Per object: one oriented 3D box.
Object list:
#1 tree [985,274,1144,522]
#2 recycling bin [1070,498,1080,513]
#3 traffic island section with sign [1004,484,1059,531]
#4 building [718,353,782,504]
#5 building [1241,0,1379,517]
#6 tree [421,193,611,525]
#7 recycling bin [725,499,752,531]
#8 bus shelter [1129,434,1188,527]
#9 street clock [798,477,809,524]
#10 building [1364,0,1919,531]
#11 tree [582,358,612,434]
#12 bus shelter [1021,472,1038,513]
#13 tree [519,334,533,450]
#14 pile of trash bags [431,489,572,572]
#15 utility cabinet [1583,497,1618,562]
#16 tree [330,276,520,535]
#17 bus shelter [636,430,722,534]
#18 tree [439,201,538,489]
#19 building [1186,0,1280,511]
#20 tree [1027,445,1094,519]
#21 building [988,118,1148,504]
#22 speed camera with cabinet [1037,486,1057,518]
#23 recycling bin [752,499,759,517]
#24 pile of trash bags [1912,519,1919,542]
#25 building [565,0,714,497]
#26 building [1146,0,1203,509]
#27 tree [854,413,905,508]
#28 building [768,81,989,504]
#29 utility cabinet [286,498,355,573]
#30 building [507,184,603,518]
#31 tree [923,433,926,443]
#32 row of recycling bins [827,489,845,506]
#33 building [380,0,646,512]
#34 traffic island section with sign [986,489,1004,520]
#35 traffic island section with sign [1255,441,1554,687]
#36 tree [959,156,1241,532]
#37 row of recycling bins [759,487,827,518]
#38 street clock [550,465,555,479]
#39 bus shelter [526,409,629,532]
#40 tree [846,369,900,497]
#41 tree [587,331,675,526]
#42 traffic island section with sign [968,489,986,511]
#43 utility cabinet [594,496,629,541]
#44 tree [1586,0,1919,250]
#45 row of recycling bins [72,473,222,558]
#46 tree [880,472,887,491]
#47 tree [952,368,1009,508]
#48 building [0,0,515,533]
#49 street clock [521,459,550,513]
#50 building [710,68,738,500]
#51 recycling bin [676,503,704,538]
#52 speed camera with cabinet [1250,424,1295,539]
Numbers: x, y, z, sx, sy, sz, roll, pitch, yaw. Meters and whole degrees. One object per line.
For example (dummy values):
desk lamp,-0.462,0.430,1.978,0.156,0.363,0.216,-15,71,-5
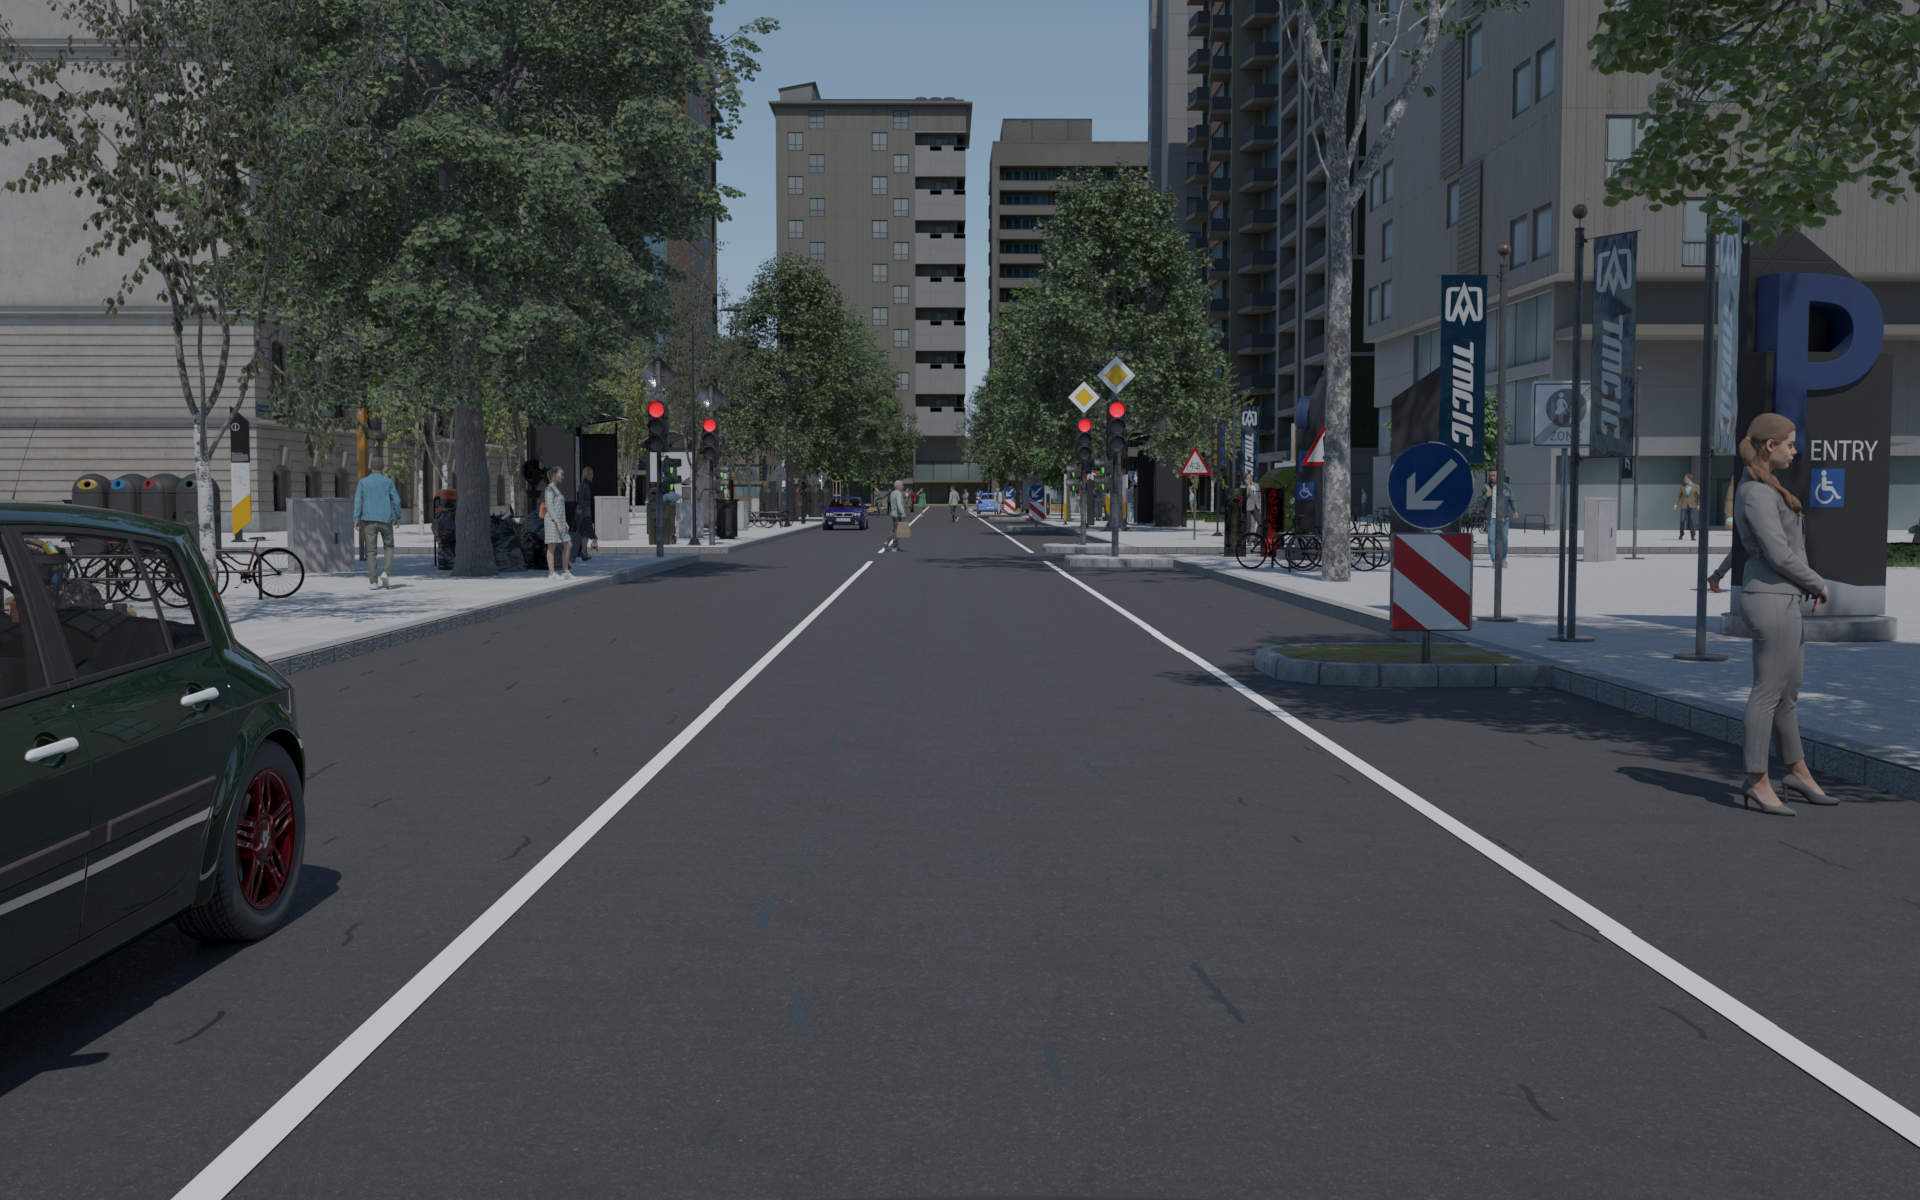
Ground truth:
tree,5.018,-9.433,79.979,9.928,11.665,9.643,0,3,0
recycling bin,7.995,-6.461,118.185,0.722,1.027,0.722,-2,4,-35
traffic island section with sign,2.859,-3.634,68.045,1.989,1.847,2.006,0,4,-1
building,-39.360,-23.534,229.819,28.899,21.520,27.650,0,4,-1
building,28.545,-40.494,100.333,20.563,71.187,20.611,0,4,-1
tree,-15.452,-8.239,60.470,9.928,11.665,9.643,0,3,0
recycling bin,-7.860,-2.951,60.801,0.722,1.027,0.722,1,4,9
bus shelter,7.976,-4.803,69.812,1.731,3.624,6.357,0,4,0
street clock,-6.709,-4.254,74.122,0.471,2.002,0.358,0,4,-4
building,32.750,-29.412,70.125,27.495,52.752,28.713,0,4,-1
tree,-18.300,-7.769,77.389,4.360,8.622,3.978,0,3,0
bus shelter,4.906,-7.272,112.813,2.014,3.302,5.546,0,4,-1
tree,-18.748,-7.443,72.049,4.737,8.622,4.395,0,3,0
pile of trash bags,-8.242,-1.236,29.955,1.912,1.369,3.447,-3,5,-42
utility cabinet,12.198,-1.334,32.968,0.306,1.237,1.020,3,5,39
tree,-16.941,-6.306,53.471,4.737,8.622,4.395,0,3,0
bus shelter,-9.271,-3.901,57.703,2.014,3.302,5.546,0,4,-1
tree,-13.165,-5.737,44.168,4.360,8.622,3.978,0,3,0
building,29.727,-29.526,137.378,22.147,44.769,28.867,0,4,-1
tree,5.137,-6.419,88.661,4.285,4.588,4.351,0,3,0
building,14.445,-36.887,226.805,21.600,48.544,21.300,0,4,-1
speed camera with cabinet,4.707,-6.115,94.317,0.660,3.252,2.038,1,4,22
recycling bin,-11.334,-5.167,97.029,0.722,1.027,0.722,-1,4,-10
pile of trash bags,26.420,-2.133,44.633,1.912,1.369,3.447,-2,4,-35
building,-29.262,-30.546,149.532,14.600,45.320,14.200,0,4,-1
building,28.485,-38.139,165.570,21.231,58.520,28.212,0,4,-1
tree,-8.571,-14.021,163.654,7.601,10.594,8.767,1,4,17
building,-10.140,-39.205,230.248,27.495,52.752,28.713,0,4,-1
utility cabinet,-10.462,-1.053,28.370,1.020,1.237,0.306,-3,5,-44
building,-28.042,-16.218,101.328,11.583,22.565,21.152,0,4,-1
tree,-8.295,-15.855,176.242,9.611,12.733,9.660,0,3,0
row of recycling bins,-8.754,-6.137,107.447,3.534,1.692,1.069,-2,4,-33
building,-37.748,-26.829,130.539,32.217,40.220,23.993,0,4,-1
traffic island section with sign,2.579,-5.283,94.999,1.989,1.847,2.006,0,4,-1
traffic island section with sign,3.428,-0.318,13.820,1.989,1.847,2.006,0,4,-1
tree,5.248,-8.690,59.092,9.611,12.733,9.660,0,3,0
row of recycling bins,-9.269,-5.382,95.111,3.534,1.692,1.069,-1,4,-16
street clock,-10.126,-2.341,42.842,0.471,2.002,0.358,-2,4,-35
bus shelter,-11.024,-3.614,50.368,1.731,3.624,6.357,0,4,0
tree,-8.272,-12.347,127.624,9.928,11.665,9.643,0,3,0
tree,-13.245,-7.244,68.800,4.737,8.622,4.395,0,3,0
traffic island section with sign,1.782,-10.025,172.537,1.989,1.847,2.006,0,4,-1
utility cabinet,-9.558,-2.229,47.610,0.306,1.237,1.020,2,4,35
tree,5.594,-5.488,7.851,7.486,12.596,7.792,0,3,0
row of recycling bins,-16.225,-1.679,34.564,3.534,1.692,1.069,1,4,21
tree,-9.208,-12.405,186.537,4.285,4.588,4.351,0,3,0
tree,4.337,-15.242,159.577,12.009,13.543,11.850,0,3,0
building,-28.492,-15.553,73.373,14.460,24.649,34.723,0,4,-1
street clock,-8.786,-1.905,35.718,0.471,2.002,0.358,-2,4,-24
building,-36.547,-31.433,168.561,28.867,44.769,22.147,0,4,-1
recycling bin,-7.925,-2.337,50.762,0.722,1.027,0.722,-1,4,-17
speed camera with cabinet,8.674,-3.339,48.935,2.038,3.252,0.660,3,4,36
